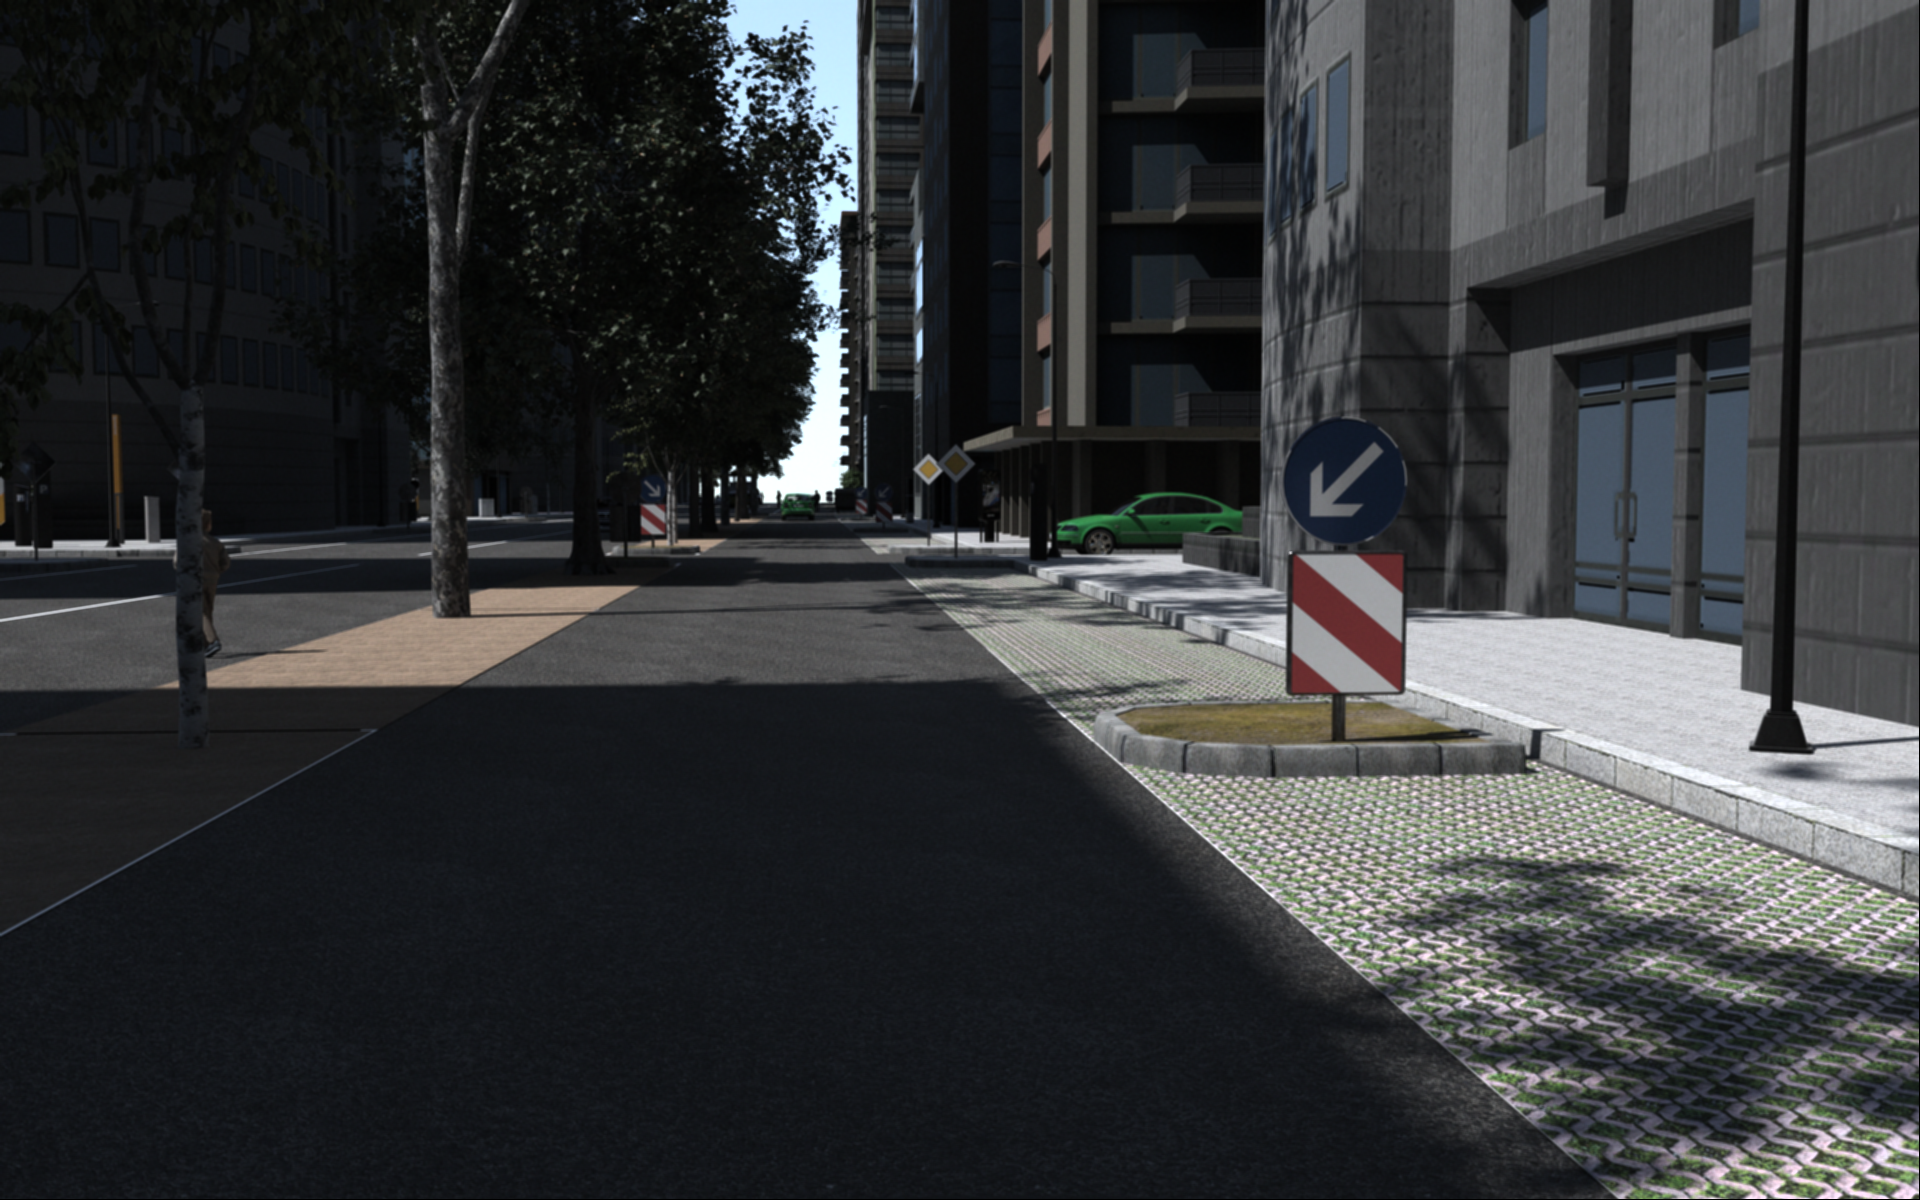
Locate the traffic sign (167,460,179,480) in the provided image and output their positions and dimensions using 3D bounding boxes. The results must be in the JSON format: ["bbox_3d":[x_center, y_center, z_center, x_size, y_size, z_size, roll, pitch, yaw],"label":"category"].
[{"bbox_3d":[-18.404,-2.292,41.117,0.795,2.450,0.064,0,4,-5],"label":"traffic sign"}]

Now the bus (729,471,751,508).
[{"bbox_3d":[-22.481,-11.461,178.933,2.896,3.916,12.252,0,4,-4],"label":"bus"}]

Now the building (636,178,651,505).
[{"bbox_3d":[-39.717,-30.226,177.797,14.154,41.232,14.086,0,4,-5],"label":"building"}]

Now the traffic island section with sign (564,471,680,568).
[{"bbox_3d":[-6.718,-1.607,34.411,2.006,1.907,1.989,0,4,-5],"label":"traffic island section with sign"}]

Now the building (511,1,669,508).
[{"bbox_3d":[-47.371,-40.925,211.118,21.231,58.520,28.212,0,4,-5],"label":"building"}]

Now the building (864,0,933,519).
[{"bbox_3d":[5.897,-48.231,101.253,22.319,86.520,31.000,0,4,-5],"label":"building"}]

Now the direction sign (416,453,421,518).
[{"bbox_3d":[-28.635,-6.074,91.314,0.379,3.537,0.876,-1,4,-13],"label":"direction sign"}]

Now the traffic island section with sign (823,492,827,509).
[{"bbox_3d":[-12.072,-9.809,169.009,1.989,1.847,2.006,0,4,-5],"label":"traffic island section with sign"}]

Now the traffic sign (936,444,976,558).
[{"bbox_3d":[-0.082,-1.898,34.670,0.795,2.450,0.064,0,4,-5],"label":"traffic sign"}]

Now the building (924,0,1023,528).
[{"bbox_3d":[5.861,-25.794,71.849,14.600,45.320,14.200,0,4,-5],"label":"building"}]

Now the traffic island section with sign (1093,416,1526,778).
[{"bbox_3d":[1.801,-0.062,9.647,1.989,1.847,2.006,0,4,-5],"label":"traffic island section with sign"}]

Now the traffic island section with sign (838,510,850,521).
[{"bbox_3d":[-5.369,-5.092,91.881,1.989,1.847,2.006,0,4,-5],"label":"traffic island section with sign"}]

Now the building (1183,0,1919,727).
[{"bbox_3d":[14.700,-29.260,20.409,21.231,58.520,28.212,0,4,-5],"label":"building"}]

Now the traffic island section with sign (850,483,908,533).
[{"bbox_3d":[-2.972,-3.416,64.485,1.989,1.847,2.006,0,4,-5],"label":"traffic island section with sign"}]

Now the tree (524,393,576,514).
[{"bbox_3d":[-26.783,-9.972,113.412,4.360,8.622,3.978,0,3,0],"label":"tree"}]

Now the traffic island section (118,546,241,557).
[{"bbox_3d":[-18.426,-1.156,41.177,2.009,0.180,2.903,0,4,-5],"label":"traffic island section"}]

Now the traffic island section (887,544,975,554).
[{"bbox_3d":[-0.751,-1.249,42.704,2.009,0.180,2.903,0,4,-5],"label":"traffic island section"}]

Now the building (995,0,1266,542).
[{"bbox_3d":[14.790,-24.449,54.367,28.867,44.769,22.147,0,4,-5],"label":"building"}]

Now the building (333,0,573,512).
[{"bbox_3d":[-41.341,-37.550,155.940,21.231,58.520,28.212,0,4,-5],"label":"building"}]

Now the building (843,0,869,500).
[{"bbox_3d":[-5.714,-48.862,237.139,20.563,71.187,20.611,0,4,-5],"label":"building"}]

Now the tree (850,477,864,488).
[{"bbox_3d":[-11.698,-12.660,201.587,1.663,3.219,1.824,0,3,0],"label":"tree"}]

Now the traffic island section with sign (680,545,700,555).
[{"bbox_3d":[-7.351,-2.058,41.792,2.006,1.907,1.989,0,4,-5],"label":"traffic island section with sign"}]

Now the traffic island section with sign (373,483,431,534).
[{"bbox_3d":[-20.404,-3.375,63.817,1.989,1.847,2.006,0,4,-5],"label":"traffic island section with sign"}]

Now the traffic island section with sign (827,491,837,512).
[{"bbox_3d":[-9.734,-8.167,142.155,1.989,1.847,2.006,0,4,-5],"label":"traffic island section with sign"}]

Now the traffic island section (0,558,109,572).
[{"bbox_3d":[-17.734,-0.669,33.221,2.009,0.180,2.903,0,4,-5],"label":"traffic island section"}]

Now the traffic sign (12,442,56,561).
[{"bbox_3d":[-17.711,-1.805,33.162,0.795,2.450,0.064,0,4,-5],"label":"traffic sign"}]

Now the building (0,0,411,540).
[{"bbox_3d":[-32.918,-31.566,58.111,21.231,58.520,28.212,0,4,-5],"label":"building"}]

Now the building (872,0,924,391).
[{"bbox_3d":[0.487,-27.243,129.024,14.154,41.232,14.086,0,4,-5],"label":"building"}]

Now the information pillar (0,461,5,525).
[{"bbox_3d":[-25.169,-3.286,45.073,0.504,3.616,0.183,-1,4,-9],"label":"information pillar"}]

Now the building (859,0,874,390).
[{"bbox_3d":[4.370,-36.154,180.352,28.713,52.752,27.495,0,4,-5],"label":"building"}]

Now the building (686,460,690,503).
[{"bbox_3d":[-47.093,-35.331,261.250,14.154,41.232,14.086,0,4,-5],"label":"building"}]

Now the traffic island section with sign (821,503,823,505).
[{"bbox_3d":[-16.883,-13.187,224.238,1.989,1.847,2.006,0,4,-5],"label":"traffic island section with sign"}]

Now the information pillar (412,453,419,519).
[{"bbox_3d":[-28.475,-6.067,90.542,0.183,3.616,0.504,1,4,10],"label":"information pillar"}]

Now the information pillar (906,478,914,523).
[{"bbox_3d":[-2.227,-4.426,76.864,0.304,2.012,0.304,-1,4,-18],"label":"information pillar"}]

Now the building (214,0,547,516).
[{"bbox_3d":[-39.036,-35.833,127.874,21.231,58.520,28.212,0,4,-5],"label":"building"}]

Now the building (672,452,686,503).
[{"bbox_3d":[-45.074,-33.605,233.034,14.154,41.232,14.086,0,4,-5],"label":"building"}]

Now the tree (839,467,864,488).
[{"bbox_3d":[-12.701,-13.512,204.640,4.285,4.588,4.351,0,3,0],"label":"tree"}]

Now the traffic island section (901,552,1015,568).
[{"bbox_3d":[-0.059,-0.763,34.749,2.009,0.180,2.903,0,4,-5],"label":"traffic island section"}]

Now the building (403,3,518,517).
[{"bbox_3d":[-34.443,-27.613,101.590,14.600,45.320,14.200,0,4,-5],"label":"building"}]

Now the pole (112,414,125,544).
[{"bbox_3d":[-21.609,-3.096,44.460,0.158,3.312,0.155,0,3,0],"label":"pole"}]

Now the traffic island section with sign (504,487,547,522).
[{"bbox_3d":[-22.761,-5.029,90.849,1.989,1.847,2.006,0,4,-5],"label":"traffic island section with sign"}]

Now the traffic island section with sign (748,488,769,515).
[{"bbox_3d":[-13.874,-6.637,116.648,2.006,1.907,1.989,0,4,-5],"label":"traffic island section with sign"}]

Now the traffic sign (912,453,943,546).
[{"bbox_3d":[-0.774,-2.384,42.625,0.795,2.450,0.064,0,4,-5],"label":"traffic sign"}]

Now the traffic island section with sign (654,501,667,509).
[{"bbox_3d":[-29.439,-9.720,167.556,1.989,1.847,2.006,0,4,-5],"label":"traffic island section with sign"}]

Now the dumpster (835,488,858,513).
[{"bbox_3d":[-8.565,-7.522,131.200,1.865,1.857,1.264,0,4,-6],"label":"dumpster"}]

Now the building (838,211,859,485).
[{"bbox_3d":[-7.167,-37.185,262.606,22.147,44.769,28.867,0,4,-5],"label":"building"}]
